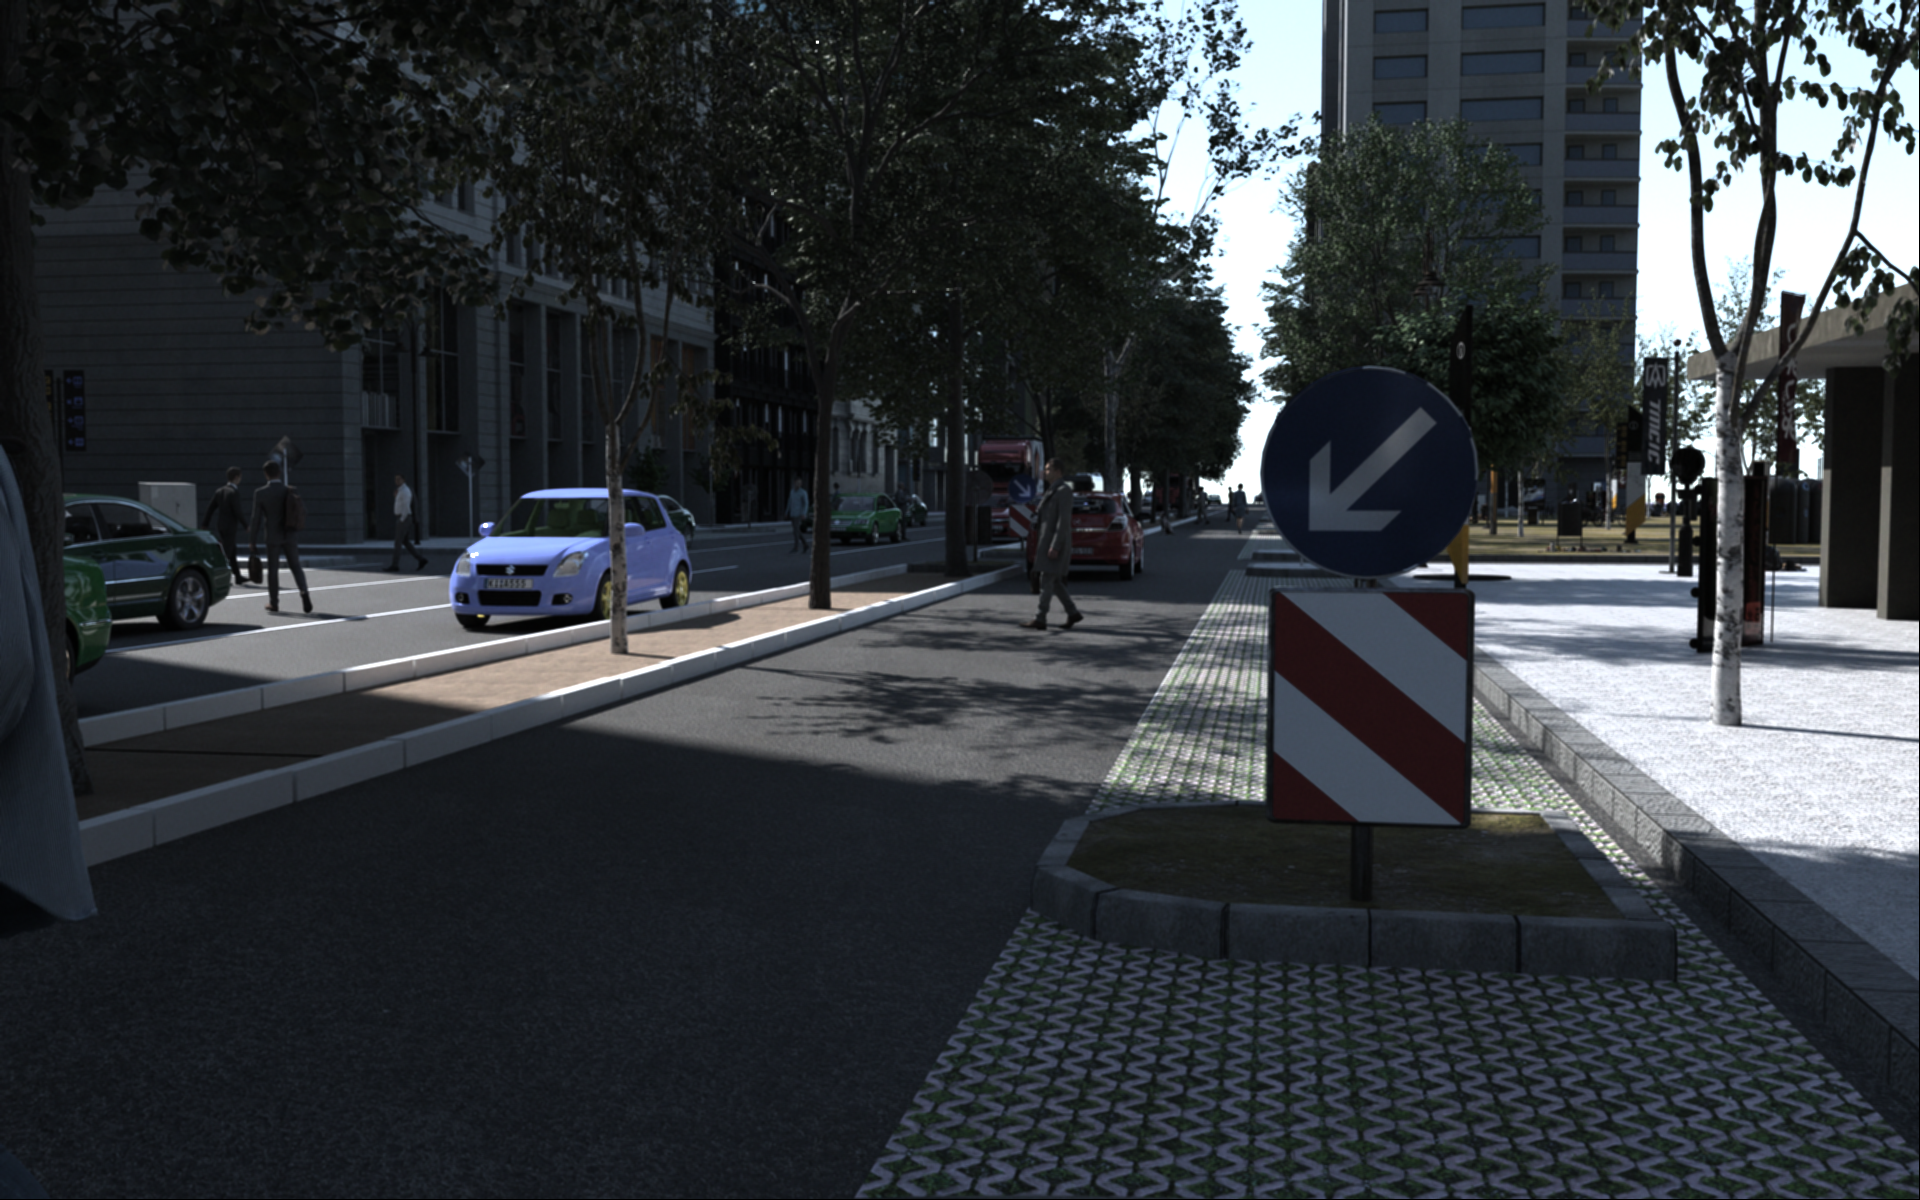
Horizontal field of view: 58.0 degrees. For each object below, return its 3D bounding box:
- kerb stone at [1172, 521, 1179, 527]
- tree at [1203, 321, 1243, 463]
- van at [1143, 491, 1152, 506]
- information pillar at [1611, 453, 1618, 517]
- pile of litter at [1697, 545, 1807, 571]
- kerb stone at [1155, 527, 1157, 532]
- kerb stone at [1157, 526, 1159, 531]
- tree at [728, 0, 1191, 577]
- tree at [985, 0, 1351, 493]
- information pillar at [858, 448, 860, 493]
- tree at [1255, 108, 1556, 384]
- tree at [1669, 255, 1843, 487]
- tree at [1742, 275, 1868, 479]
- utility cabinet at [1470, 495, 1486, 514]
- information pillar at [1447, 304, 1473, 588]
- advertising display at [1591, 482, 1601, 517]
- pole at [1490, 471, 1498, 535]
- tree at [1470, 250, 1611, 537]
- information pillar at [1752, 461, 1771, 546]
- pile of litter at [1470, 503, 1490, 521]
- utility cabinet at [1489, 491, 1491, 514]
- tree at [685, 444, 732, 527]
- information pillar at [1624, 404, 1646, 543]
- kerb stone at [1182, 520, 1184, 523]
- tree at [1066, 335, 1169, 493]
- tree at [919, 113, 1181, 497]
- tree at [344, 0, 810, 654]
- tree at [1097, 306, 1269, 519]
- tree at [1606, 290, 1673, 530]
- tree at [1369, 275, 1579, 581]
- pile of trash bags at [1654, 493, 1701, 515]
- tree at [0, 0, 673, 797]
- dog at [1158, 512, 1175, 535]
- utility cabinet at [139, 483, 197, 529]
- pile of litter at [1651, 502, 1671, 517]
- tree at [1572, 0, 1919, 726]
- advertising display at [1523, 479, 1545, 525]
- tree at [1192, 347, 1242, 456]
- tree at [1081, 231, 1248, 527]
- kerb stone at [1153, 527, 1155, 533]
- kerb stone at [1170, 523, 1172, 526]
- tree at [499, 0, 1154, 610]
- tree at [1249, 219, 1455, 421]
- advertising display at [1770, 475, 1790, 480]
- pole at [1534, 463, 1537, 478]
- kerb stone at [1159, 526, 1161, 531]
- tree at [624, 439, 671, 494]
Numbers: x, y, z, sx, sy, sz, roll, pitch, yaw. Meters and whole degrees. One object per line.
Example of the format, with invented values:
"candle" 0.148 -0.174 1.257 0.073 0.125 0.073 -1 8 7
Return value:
"kerb stone" 9.742 -3.456 78.706 0.120 0.150 1.000 1 4 10
"tree" 10.961 -10.429 91.095 7.486 12.596 7.792 0 3 0
"van" 23.708 -12.790 216.128 2.013 2.044 4.112 1 4 9
"information pillar" 37.108 -6.534 98.190 0.183 3.616 0.504 -1 4 -13
"pile of litter" 13.455 -0.946 29.429 1.176 0.858 1.719 -2 4 -27
"kerb stone" 7.166 -2.592 64.591 0.120 0.150 1.000 1 4 10
"kerb stone" 7.358 -2.649 65.600 0.120 0.150 1.000 1 4 10
"tree" -0.031 -6.640 29.143 7.486 12.596 7.792 0 3 0
"tree" 6.174 -12.186 57.582 12.611 20.169 13.585 0 3 0
"information pillar" -5.162 -5.947 88.590 0.183 3.616 0.504 0 4 -1
"tree" 11.719 -7.346 45.858 9.928 11.665 9.643 0 3 0
"tree" 24.226 -6.271 52.894 4.737 8.622 4.395 0 3 0
"tree" 30.608 -6.764 60.950 4.737 8.622 4.395 0 3 0
"utility cabinet" 30.174 -5.478 100.724 0.306 1.237 1.020 3 5 43
"information pillar" 6.262 -1.856 21.705 0.183 3.616 0.504 -1 4 -8
"advertising display" 34.323 -5.396 93.443 0.123 1.923 0.974 3 5 44
"pole" 16.818 -3.711 54.525 0.158 3.312 0.155 0 3 0
"tree" 16.875 -6.204 51.801 4.737 8.622 4.395 0 3 0
"information pillar" 17.714 -2.070 38.341 0.304 2.012 0.304 3 5 44
"pile of litter" 25.270 -4.295 84.187 1.176 0.858 1.719 2 4 25
"utility cabinet" 33.331 -6.027 107.217 0.318 1.500 1.173 -3 5 -41
"tree" -9.544 -4.447 67.311 1.663 3.219 1.824 0 3 0
"information pillar" 17.556 -3.280 44.976 0.504 3.616 0.183 2 4 26
"kerb stone" 10.480 -3.696 82.729 0.120 0.150 1.000 1 4 10
"tree" 6.124 -6.962 66.654 4.360 8.622 3.978 0 3 0
"tree" 2.304 -7.204 45.992 9.928 11.665 9.643 0 3 0
"tree" -3.076 -3.803 14.998 4.360 8.622 3.978 0 3 0
"tree" 12.853 -11.013 99.521 9.611 12.733 9.660 0 3 0
"tree" 23.585 -6.838 62.160 4.737 8.622 4.395 0 3 0
"tree" 7.709 -2.602 26.260 4.285 4.588 4.351 0 3 0
"pile of trash bags" 43.103 -5.761 103.937 3.447 1.369 1.912 -1 4 -23
"tree" -4.480 -6.029 7.681 9.857 13.997 8.962 0 3 0
"dog" 7.339 -2.678 60.618 0.800 0.831 0.513 1 4 10
"utility cabinet" -15.375 -1.529 33.672 0.318 1.500 1.173 1 4 18
"pile of litter" 39.408 -5.088 97.153 1.719 0.858 1.176 -3 4 -37
"tree" 4.221 -3.596 9.158 4.360 8.622 3.978 0 3 0
"advertising display" 24.010 -4.122 72.603 0.974 1.923 0.123 1 4 13
"tree" 9.239 -8.942 83.069 8.767 10.594 7.601 1 4 10
"tree" 7.618 -10.103 74.299 9.857 13.997 8.962 0 3 0
"kerb stone" 6.985 -2.531 63.576 0.120 0.150 1.000 1 4 10
"kerb stone" 8.824 -3.148 73.660 0.120 0.150 1.000 1 4 10
"tree" -1.828 -5.138 20.881 8.767 10.594 7.601 1 4 10
"tree" 17.429 -10.411 76.871 9.857 13.997 8.962 0 3 0
"advertising display" 27.067 -3.192 57.411 0.974 1.923 0.123 0 4 4
"pole" 35.045 -6.829 105.500 0.158 3.312 0.155 0 3 0
"kerb stone" 7.533 -2.716 66.606 0.120 0.150 1.000 1 4 10
"tree" -10.837 -4.030 60.487 1.663 3.219 1.824 0 3 0
